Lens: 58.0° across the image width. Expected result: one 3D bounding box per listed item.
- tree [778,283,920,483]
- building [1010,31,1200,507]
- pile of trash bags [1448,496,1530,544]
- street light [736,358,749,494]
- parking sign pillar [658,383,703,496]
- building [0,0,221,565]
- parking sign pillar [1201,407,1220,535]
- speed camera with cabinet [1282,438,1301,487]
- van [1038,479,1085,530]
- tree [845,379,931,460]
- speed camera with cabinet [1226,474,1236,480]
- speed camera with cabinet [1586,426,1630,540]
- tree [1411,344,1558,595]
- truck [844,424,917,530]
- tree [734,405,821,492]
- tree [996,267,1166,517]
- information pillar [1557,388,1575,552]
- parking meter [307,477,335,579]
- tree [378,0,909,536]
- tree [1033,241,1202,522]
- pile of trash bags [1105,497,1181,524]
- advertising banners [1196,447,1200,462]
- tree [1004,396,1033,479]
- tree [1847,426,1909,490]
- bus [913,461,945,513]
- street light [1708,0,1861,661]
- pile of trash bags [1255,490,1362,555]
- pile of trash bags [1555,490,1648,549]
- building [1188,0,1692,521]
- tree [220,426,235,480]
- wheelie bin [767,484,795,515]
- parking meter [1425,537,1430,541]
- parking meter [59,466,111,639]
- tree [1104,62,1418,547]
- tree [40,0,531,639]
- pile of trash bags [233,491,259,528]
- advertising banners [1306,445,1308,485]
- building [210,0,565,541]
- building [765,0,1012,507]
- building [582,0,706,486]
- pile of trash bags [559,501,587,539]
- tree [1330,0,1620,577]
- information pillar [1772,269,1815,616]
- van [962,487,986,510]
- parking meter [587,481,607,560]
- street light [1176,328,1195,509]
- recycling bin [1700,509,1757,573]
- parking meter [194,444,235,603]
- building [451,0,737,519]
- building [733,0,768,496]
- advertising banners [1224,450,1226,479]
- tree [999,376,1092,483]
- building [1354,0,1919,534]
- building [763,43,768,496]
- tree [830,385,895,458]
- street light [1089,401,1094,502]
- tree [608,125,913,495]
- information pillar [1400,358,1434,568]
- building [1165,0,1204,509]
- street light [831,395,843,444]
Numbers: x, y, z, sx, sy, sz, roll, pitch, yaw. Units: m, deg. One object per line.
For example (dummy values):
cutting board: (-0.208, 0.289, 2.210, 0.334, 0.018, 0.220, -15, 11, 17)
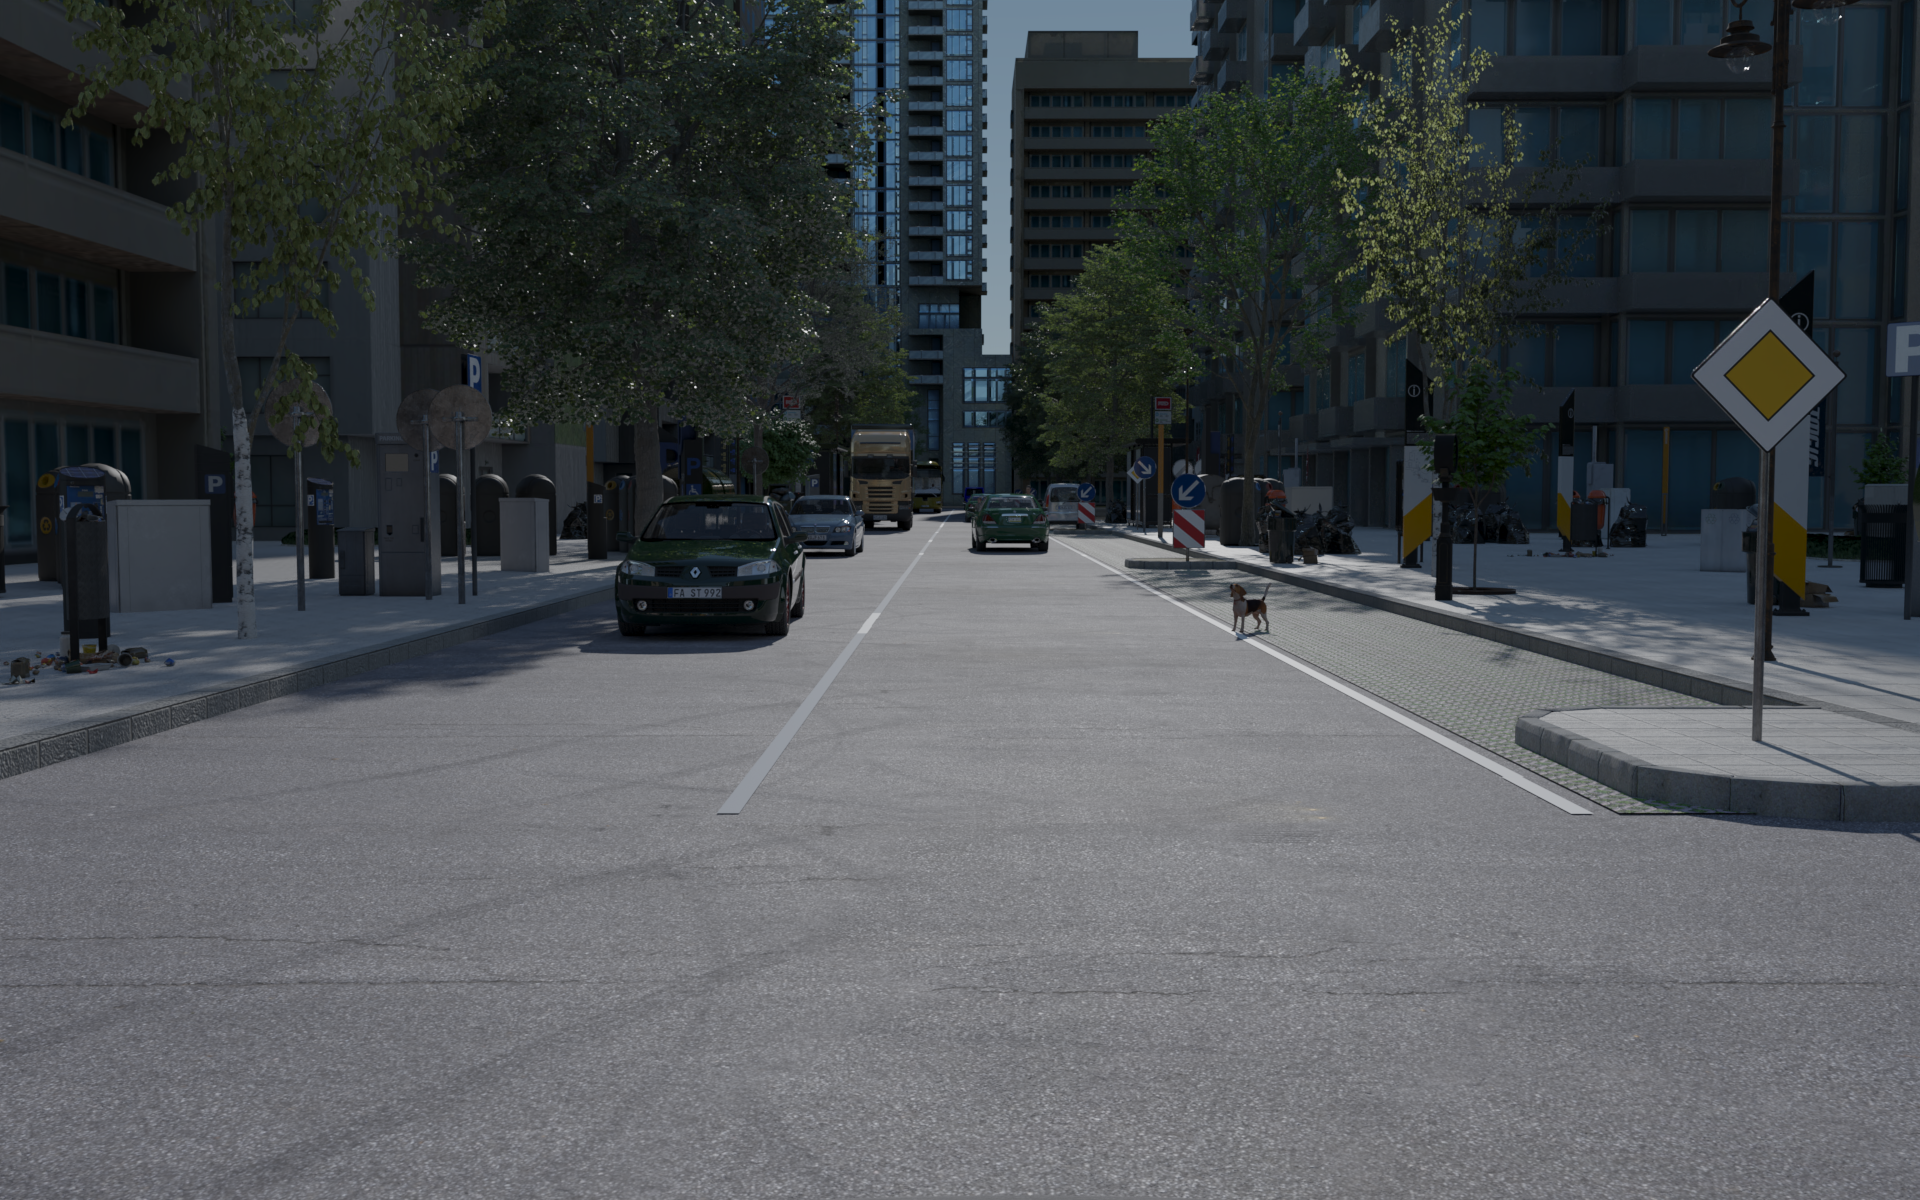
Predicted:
tree: (-5.930, -10.716, 93.334, 7.486, 12.596, 7.792, 0, 3, 0)
building: (16.101, -34.375, 185.731, 21.600, 48.544, 21.300, 0, 4, 0)
pile of trash bags: (14.316, -2.154, 44.972, 3.447, 1.369, 1.912, 1, 4, 12)
street light: (-5.702, -4.382, 44.440, 0.468, 5.910, 1.993, 0, 4, 0)
parking sign pillar: (-6.318, -3.192, 40.656, 1.447, 3.967, 1.447, -1, 4, -14)
building: (-26.850, -24.611, 26.097, 21.300, 48.544, 21.600, 0, 4, 0)
parking sign pillar: (7.835, -4.026, 54.298, 1.447, 3.967, 1.447, 0, 4, 2)
speed camera with cabinet: (11.832, -4.146, 62.131, 0.660, 3.252, 2.038, 0, 4, 8)
van: (4.124, -3.802, 69.171, 2.013, 2.044, 4.112, 0, 4, 1)
tree: (-6.435, -13.869, 152.518, 9.928, 11.665, 9.643, 0, 3, 0)
speed camera with cabinet: (13.011, -5.302, 81.031, 0.660, 3.252, 2.038, -1, 4, -12)
speed camera with cabinet: (18.593, -3.384, 49.663, 0.660, 3.252, 2.038, 0, 4, 1)
tree: (6.669, -1.709, 22.543, 1.663, 3.219, 1.824, 0, 3, 0)
truck: (-3.151, -5.056, 71.584, 2.839, 4.237, 11.283, 0, 4, -1)
tree: (-6.786, -4.912, 64.023, 4.285, 4.588, 4.351, 0, 3, 0)
tree: (7.434, -11.716, 98.213, 9.857, 13.997, 8.962, 0, 3, 0)
information pillar: (13.408, -2.872, 38.314, 0.504, 3.616, 0.183, -3, 5, -39)
parking meter: (-9.689, -1.092, 26.264, 0.372, 1.533, 0.369, 0, 3, 0)
tree: (-5.794, -7.658, 31.869, 9.857, 13.997, 8.962, 0, 3, 0)
tree: (7.189, -9.792, 78.227, 7.486, 12.596, 7.792, 0, 3, 0)
pile of trash bags: (8.065, -4.048, 75.942, 3.447, 1.369, 1.912, 1, 4, 9)
advertising banners: (8.886, -4.116, 63.486, 0.090, 3.025, 2.074, 0, 4, -4)
tree: (7.371, -14.187, 150.078, 7.486, 12.596, 7.792, 0, 3, 0)
tree: (26.274, -3.370, 49.694, 1.663, 3.219, 1.824, 0, 3, 0)
bus: (-2.603, -8.628, 132.608, 2.896, 3.916, 12.252, 0, 4, 0)
street light: (6.209, -2.472, 13.203, 0.468, 5.910, 1.993, 0, 4, 0)
pile of trash bags: (7.404, -1.731, 38.060, 1.912, 1.369, 3.447, -1, 4, -10)
pile of trash bags: (15.550, -1.958, 41.763, 1.912, 1.369, 3.447, 2, 4, 26)
building: (26.054, -29.709, 105.345, 23.786, 49.044, 30.456, 0, 4, 0)
tree: (-18.667, -2.951, 42.853, 1.663, 3.219, 1.824, 0, 3, 0)
wheelie bin: (-5.613, -2.823, 54.066, 0.980, 1.594, 0.693, -1, 4, -18)
parking meter: (12.621, -2.368, 47.131, 0.372, 1.533, 0.369, 0, 3, 0)
parking meter: (-7.807, -0.431, 15.451, 0.372, 1.533, 0.369, 0, 3, 0)
tree: (7.223, -7.117, 42.114, 9.928, 11.665, 9.643, 0, 3, 0)
tree: (-6.100, -3.964, 15.169, 4.737, 8.622, 4.395, 0, 3, 0)
pile of trash bags: (-18.097, -1.864, 40.237, 3.447, 1.369, 1.912, -3, 4, -38)
advertising banners: (12.571, -4.070, 62.732, 0.090, 3.025, 2.074, 1, 4, 12)
building: (-19.842, -22.538, 52.094, 14.154, 41.232, 14.086, 0, 4, 0)
building: (-10.201, -53.296, 184.067, 31.000, 86.520, 22.319, 0, 4, 0)
building: (-21.488, -19.537, 91.127, 14.160, 30.474, 14.107, 0, 4, 0)
pile of trash bags: (-10.208, -2.496, 50.564, 1.912, 1.369, 3.447, 1, 4, 14)
tree: (7.422, -4.646, 26.324, 4.360, 8.622, 3.978, 0, 3, 0)
information pillar: (8.669, -1.640, 18.165, 0.504, 3.616, 0.183, 0, 4, 2)
van: (1.283, -9.273, 156.005, 2.240, 2.365, 5.245, 0, 3, 0)
parking meter: (-7.137, -1.569, 34.069, 0.372, 1.533, 0.369, 0, 3, 0)
street light: (6.317, -4.610, 48.163, 0.468, 5.910, 1.993, 0, 4, 0)
recycling bin: (12.770, -0.990, 28.736, 0.722, 1.027, 0.722, 3, 5, 43)
parking meter: (-8.784, -0.900, 20.431, 0.399, 1.863, 0.255, -2, 4, -33)
building: (-21.467, -25.786, 105.197, 14.154, 41.232, 14.086, 0, 4, 0)
building: (-21.057, -28.699, 119.335, 14.600, 45.320, 14.200, 0, 4, 0)
advertising banners: (10.438, -4.409, 68.280, 0.090, 3.025, 2.074, 1, 4, 10)
tree: (6.687, -11.189, 117.351, 8.767, 10.594, 7.601, 1, 4, 9)
building: (25.774, -27.432, 68.115, 23.786, 49.044, 30.456, 0, 4, 0)
building: (-29.097, -29.719, 140.527, 28.867, 44.769, 22.147, 0, 4, 0)
tree: (-6.409, -9.798, 110.558, 4.360, 8.622, 3.978, 0, 3, 0)
street light: (6.359, -6.783, 83.695, 0.468, 5.910, 1.993, 0, 4, 0)
tree: (-6.433, -8.868, 55.355, 12.009, 13.543, 11.850, 0, 3, 0)
information pillar: (7.905, -2.360, 29.939, 0.504, 3.616, 0.183, 0, 4, 3)
building: (26.598, -50.287, 134.870, 22.319, 86.520, 31.000, 0, 4, 0)
street light: (-5.643, -6.531, 79.570, 0.468, 5.910, 1.993, 0, 4, 0)
